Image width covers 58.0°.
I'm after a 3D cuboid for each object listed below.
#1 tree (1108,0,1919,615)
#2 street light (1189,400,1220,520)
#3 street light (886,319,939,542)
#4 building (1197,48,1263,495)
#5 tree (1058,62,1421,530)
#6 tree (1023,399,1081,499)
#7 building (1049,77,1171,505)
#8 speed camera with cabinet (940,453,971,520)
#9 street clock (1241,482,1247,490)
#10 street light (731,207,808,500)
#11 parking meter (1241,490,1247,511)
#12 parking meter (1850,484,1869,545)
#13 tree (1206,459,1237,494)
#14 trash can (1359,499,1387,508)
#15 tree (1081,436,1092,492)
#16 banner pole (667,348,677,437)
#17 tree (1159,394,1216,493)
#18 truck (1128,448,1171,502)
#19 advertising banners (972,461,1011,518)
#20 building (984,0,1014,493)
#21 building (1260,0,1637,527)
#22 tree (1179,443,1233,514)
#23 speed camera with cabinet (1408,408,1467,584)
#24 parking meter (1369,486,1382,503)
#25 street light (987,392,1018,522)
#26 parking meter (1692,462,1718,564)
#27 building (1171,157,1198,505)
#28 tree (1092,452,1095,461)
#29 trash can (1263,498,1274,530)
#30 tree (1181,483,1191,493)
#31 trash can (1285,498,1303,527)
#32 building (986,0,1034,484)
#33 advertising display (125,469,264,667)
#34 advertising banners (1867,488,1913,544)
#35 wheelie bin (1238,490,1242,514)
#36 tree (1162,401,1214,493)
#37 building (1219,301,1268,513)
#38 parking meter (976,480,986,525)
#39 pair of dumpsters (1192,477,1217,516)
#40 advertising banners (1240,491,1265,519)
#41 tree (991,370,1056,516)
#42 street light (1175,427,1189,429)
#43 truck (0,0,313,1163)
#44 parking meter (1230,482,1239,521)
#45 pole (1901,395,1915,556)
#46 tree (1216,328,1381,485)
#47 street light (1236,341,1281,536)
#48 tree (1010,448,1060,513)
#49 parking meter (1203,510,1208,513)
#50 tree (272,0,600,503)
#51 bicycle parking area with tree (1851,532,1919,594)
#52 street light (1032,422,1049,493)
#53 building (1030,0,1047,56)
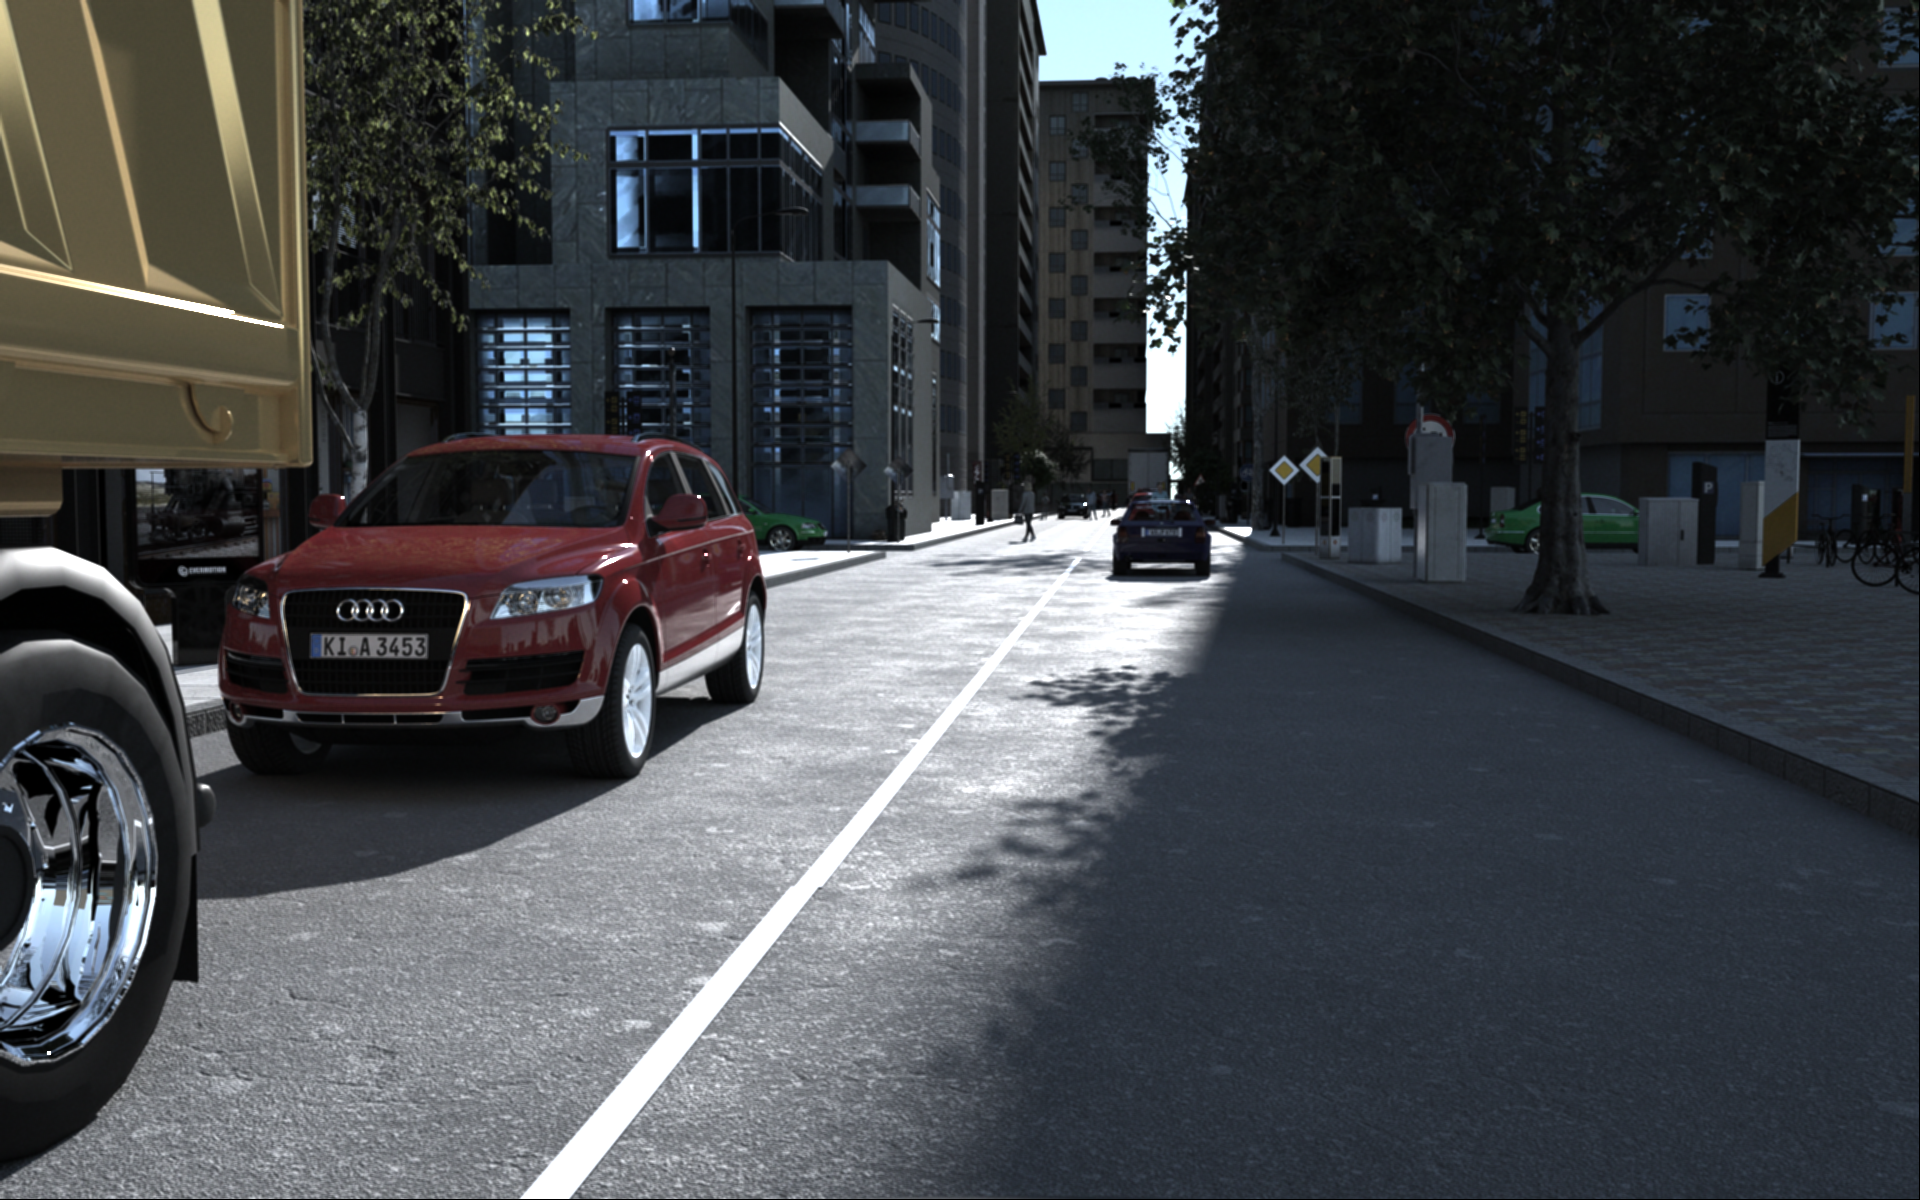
[{"bbox_3d":[6.413,-6.207,18.488,9.611,12.733,9.660,0,3,0],"label":"tree"},{"bbox_3d":[12.183,-6.900,85.352,1.470,5.913,1.316,0,4,6],"label":"street light"},{"bbox_3d":[-1.254,-4.496,46.048,1.470,5.913,1.316,0,4,6],"label":"street light"},{"bbox_3d":[35.712,-33.964,179.006,21.300,48.544,21.600,0,4,6],"label":"building"},{"bbox_3d":[9.607,-12.468,59.747,12.611,20.169,13.585,0,3,0],"label":"tree"},{"bbox_3d":[6.654,-11.115,132.098,4.360,8.622,3.978,0,3,0],"label":"tree"},{"bbox_3d":[12.948,-38.616,220.613,27.495,52.752,28.713,0,4,6],"label":"building"},{"bbox_3d":[-0.286,-5.542,84.947,0.660,3.252,2.038,3,5,39],"label":"speed camera with cabinet"},{"bbox_3d":[16.552,-5.873,100.590,0.358,2.002,0.471,-3,5,-39],"label":"street clock"},{"bbox_3d":[-3.152,-3.408,28.266,1.470,5.913,1.316,0,4,6],"label":"street light"},{"bbox_3d":[16.365,-5.574,99.541,0.372,1.533,0.369,0,3,0],"label":"parking meter"},{"bbox_3d":[22.904,-2.184,44.111,0.372,1.533,0.369,0,3,0],"label":"parking meter"},{"bbox_3d":[14.530,-6.128,94.791,1.663,3.219,1.824,0,3,0],"label":"tree"},{"bbox_3d":[11.205,-2.164,47.036,0.748,1.137,0.748,0,3,0],"label":"trash can"},{"bbox_3d":[10.199,-13.410,169.615,4.360,8.622,3.978,0,3,0],"label":"tree"},{"bbox_3d":[-4.883,-2.419,29.568,0.401,3.779,0.863,-1,4,-16],"label":"banner pole"},{"bbox_3d":[17.119,-10.825,127.344,4.360,8.622,3.978,0,3,0],"label":"tree"},{"bbox_3d":[12.211,-7.523,111.912,2.839,4.237,11.283,0,4,7],"label":"truck"},{"bbox_3d":[1.638,-5.802,91.055,2.074,3.025,0.090,0,4,-4],"label":"advertising banners"},{"bbox_3d":[-6.379,-42.327,130.299,20.563,71.187,20.611,0,4,6],"label":"building"},{"bbox_3d":[20.233,-25.825,72.346,14.600,45.320,14.200,0,4,6],"label":"building"},{"bbox_3d":[15.787,-7.760,110.594,4.285,4.588,4.351,0,3,0],"label":"tree"},{"bbox_3d":[7.089,-1.918,25.691,0.660,3.252,2.038,0,4,7],"label":"speed camera with cabinet"},{"bbox_3d":[12.700,-2.726,52.989,0.372,1.533,0.369,0,3,0],"label":"parking meter"},{"bbox_3d":[1.912,-6.504,78.880,1.470,5.913,1.316,0,4,6],"label":"street light"},{"bbox_3d":[13.593,-1.586,31.641,0.399,1.863,0.255,-1,4,-12],"label":"parking meter"},{"bbox_3d":[40.565,-34.200,213.793,28.867,44.769,22.147,0,4,6],"label":"building"},{"bbox_3d":[12.773,-14.905,194.065,4.360,8.622,3.978,0,3,0],"label":"tree"},{"bbox_3d":[10.925,-3.101,62.348,0.748,1.137,0.748,0,3,0],"label":"trash can"},{"bbox_3d":[20.739,-9.790,154.663,1.663,3.219,1.824,0,3,0],"label":"tree"},{"bbox_3d":[12.848,-3.369,66.742,0.748,1.137,0.748,0,3,0],"label":"trash can"},{"bbox_3d":[-4.806,-32.312,152.004,21.300,48.544,21.600,0,4,6],"label":"building"},{"bbox_3d":[-5.719,-0.475,12.978,0.123,1.923,0.974,3,5,44],"label":"advertising display"},{"bbox_3d":[24.118,-2.946,44.363,0.090,3.025,2.074,-3,5,-41],"label":"advertising banners"},{"bbox_3d":[16.875,-5.986,105.771,0.980,1.594,0.693,-3,5,-43],"label":"wheelie bin"},{"bbox_3d":[17.793,-11.236,134.069,4.737,8.622,4.395,0,3,0],"label":"tree"},{"bbox_3d":[34.580,-17.586,132.572,27.650,21.520,28.899,0,4,6],"label":"building"},{"bbox_3d":[0.852,-4.056,72.023,0.399,1.863,0.255,0,4,-6],"label":"parking meter"},{"bbox_3d":[14.549,-6.105,102.309,1.574,2.255,4.437,0,4,6],"label":"pair of dumpsters"},{"bbox_3d":[15.103,-5.573,87.302,2.074,3.025,0.090,2,4,31],"label":"advertising banners"},{"bbox_3d":[3.730,-9.358,103.368,4.737,8.622,4.395,0,3,0],"label":"tree"},{"bbox_3d":[15.477,-8.962,119.067,1.470,5.913,1.316,0,4,6],"label":"street light"},{"bbox_3d":[-3.553,-0.266,0.272,3.469,3.379,9.791,0,4,6],"label":"truck"},{"bbox_3d":[12.868,-4.618,81.221,0.399,1.863,0.255,1,4,15],"label":"parking meter"},{"bbox_3d":[19.621,-2.569,35.844,0.158,3.312,0.155,0,3,0],"label":"pole"},{"bbox_3d":[10.007,-5.935,47.397,4.360,8.622,3.978,0,3,0],"label":"tree"},{"bbox_3d":[9.038,-4.892,52.519,1.470,5.913,1.316,0,4,6],"label":"street light"},{"bbox_3d":[4.868,-8.340,120.078,4.285,4.588,4.351,0,3,0],"label":"tree"},{"bbox_3d":[16.464,-6.589,116.143,0.372,1.533,0.369,0,3,0],"label":"parking meter"},{"bbox_3d":[-5.419,-3.994,15.658,4.360,8.622,3.978,0,3,0],"label":"tree"},{"bbox_3d":[15.740,-2.020,20.027,9.016,4.147,8.231,1,4,20],"label":"bicycle parking area with tree"},{"bbox_3d":[5.248,-8.525,111.926,1.470,5.913,1.316,0,4,6],"label":"street light"},{"bbox_3d":[-5.504,-36.129,179.939,27.495,52.752,28.713,0,4,6],"label":"building"}]
